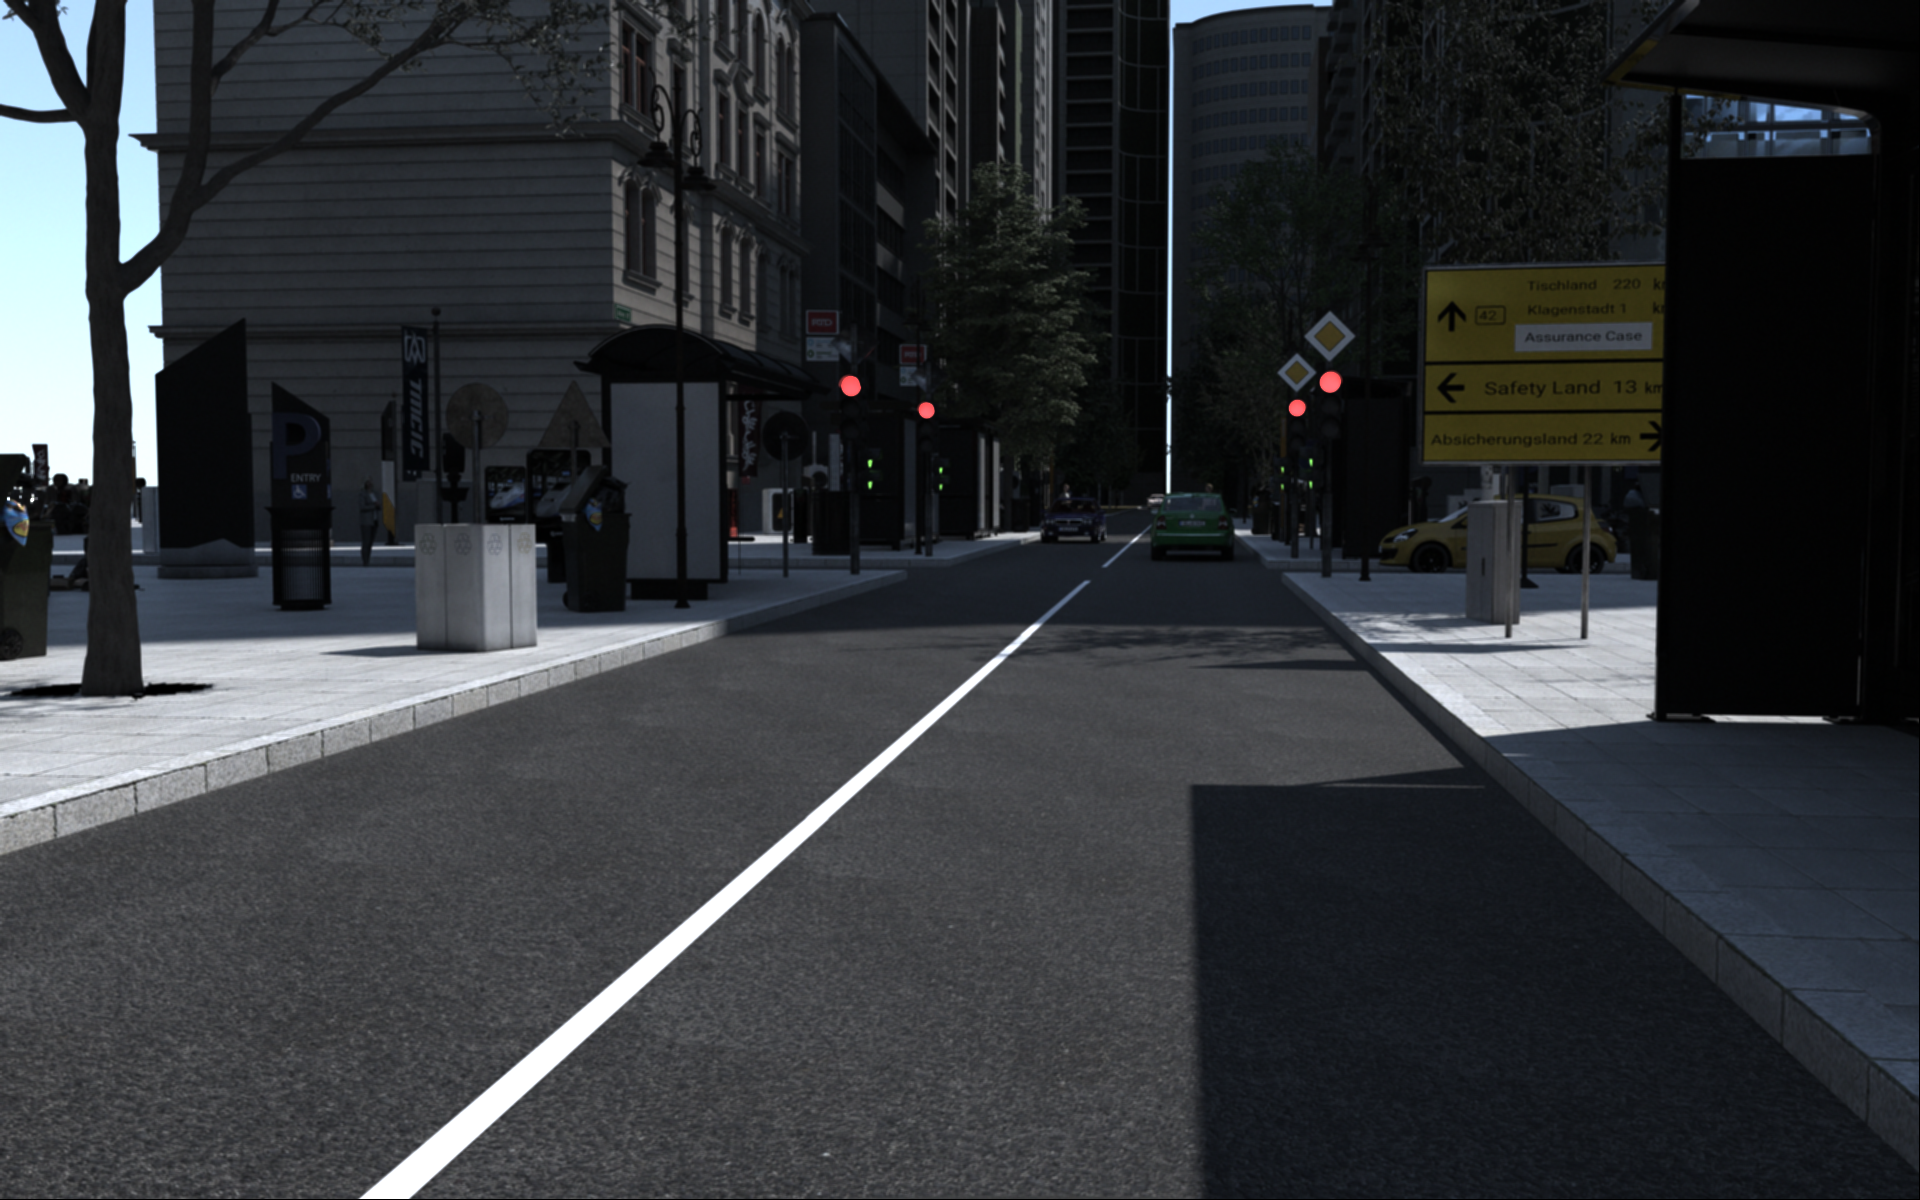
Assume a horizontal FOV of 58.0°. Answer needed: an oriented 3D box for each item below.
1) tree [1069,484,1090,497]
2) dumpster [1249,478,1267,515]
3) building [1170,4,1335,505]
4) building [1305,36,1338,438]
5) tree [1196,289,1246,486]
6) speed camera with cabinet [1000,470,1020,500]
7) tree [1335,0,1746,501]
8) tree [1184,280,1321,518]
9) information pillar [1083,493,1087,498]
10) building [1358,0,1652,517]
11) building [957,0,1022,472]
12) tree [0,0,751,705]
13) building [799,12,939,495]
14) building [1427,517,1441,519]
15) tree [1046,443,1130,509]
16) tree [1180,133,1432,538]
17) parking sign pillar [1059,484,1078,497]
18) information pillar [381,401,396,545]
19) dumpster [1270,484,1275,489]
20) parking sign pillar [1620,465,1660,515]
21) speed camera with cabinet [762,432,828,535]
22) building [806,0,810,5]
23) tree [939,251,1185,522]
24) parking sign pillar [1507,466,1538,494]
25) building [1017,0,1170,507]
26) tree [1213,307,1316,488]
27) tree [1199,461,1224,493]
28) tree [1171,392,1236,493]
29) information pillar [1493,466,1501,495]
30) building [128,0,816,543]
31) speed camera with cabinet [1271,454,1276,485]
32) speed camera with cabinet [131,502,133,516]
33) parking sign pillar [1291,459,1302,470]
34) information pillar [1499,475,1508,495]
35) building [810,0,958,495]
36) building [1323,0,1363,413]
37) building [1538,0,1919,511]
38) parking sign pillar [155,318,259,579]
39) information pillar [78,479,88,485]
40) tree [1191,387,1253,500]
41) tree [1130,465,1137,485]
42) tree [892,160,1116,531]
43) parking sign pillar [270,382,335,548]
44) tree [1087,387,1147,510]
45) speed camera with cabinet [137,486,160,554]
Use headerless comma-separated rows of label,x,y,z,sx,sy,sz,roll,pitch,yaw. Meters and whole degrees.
tree,6.825,-6.247,96.740,1.663,3.219,1.824,0,3,0
dumpster,18.105,-6.185,103.624,1.502,2.255,1.985,0,4,7
building,39.625,-40.753,208.315,28.212,58.520,21.231,0,4,7
building,40.778,-31.601,166.794,14.600,45.320,14.200,0,4,7
tree,10.449,-6.747,60.680,4.360,8.622,3.978,0,3,0
speed camera with cabinet,1.290,-4.411,66.455,2.038,3.252,0.660,-2,4,-28
tree,5.899,-4.178,18.671,4.360,8.622,3.978,0,3,0
tree,15.219,-10.759,92.915,9.611,12.733,9.660,0,3,0
information pillar,8.019,-6.478,110.412,0.304,2.012,0.304,-2,4,-30
building,36.670,-41.587,118.195,20.563,71.187,20.611,0,4,7
building,-2.720,-27.852,138.973,14.154,41.232,14.086,0,4,7
tree,-5.365,-6.147,10.871,12.009,13.543,11.850,0,3,0
building,-10.090,-16.151,83.128,14.314,24.678,30.058,0,4,7
building,34.055,-39.930,91.102,20.563,71.187,20.611,0,4,7
tree,6.180,-6.619,91.942,4.285,4.588,4.351,0,3,0
tree,10.241,-7.667,51.111,9.928,11.665,9.643,0,3,0
parking sign pillar,6.190,-6.792,99.514,1.447,3.967,1.447,-3,5,-41
information pillar,-14.302,-3.179,43.331,0.183,3.616,0.504,0,4,8
dumpster,13.568,-4.080,72.463,1.264,1.857,1.865,0,4,7
parking sign pillar,16.252,-3.198,40.758,1.447,3.967,1.447,1,4,20
speed camera with cabinet,-5.155,-3.675,54.424,2.038,3.252,0.660,-2,4,-25
building,-8.718,-41.781,121.379,20.563,71.187,20.611,0,4,7
tree,3.456,-9.932,79.388,9.611,12.733,9.660,0,3,0
parking sign pillar,25.405,-5.395,76.688,1.447,3.967,1.447,-3,4,-36
building,14.920,-47.234,210.535,20.611,71.187,20.563,0,4,7
tree,12.164,-7.137,67.059,4.737,8.622,4.395,0,3,0
tree,23.717,-10.769,159.786,4.285,4.588,4.351,0,3,0
tree,27.153,-16.980,184.271,9.857,13.997,8.962,0,3,0
information pillar,21.861,-4.827,70.268,0.504,3.616,0.183,0,4,7
building,-13.599,-16.432,56.045,14.401,28.519,23.554,0,4,7
speed camera with cabinet,15.041,-5.339,81.633,0.660,3.252,2.038,0,4,7
speed camera with cabinet,-49.244,-6.667,103.349,0.660,3.252,2.038,-3,4,-39
parking sign pillar,19.823,-6.948,102.072,1.447,3.967,1.447,1,4,23
information pillar,20.569,-3.728,65.450,0.304,2.012,0.304,3,5,45
building,-1.980,-44.673,168.647,20.611,71.187,20.563,0,4,7
building,42.130,-32.064,143.860,23.786,49.044,30.456,0,4,7
building,33.683,-45.024,48.811,31.000,86.520,22.319,0,4,7
parking sign pillar,-11.609,-2.334,26.634,1.447,3.967,1.447,-1,4,-12
information pillar,-41.477,-4.740,81.993,0.304,2.012,0.304,1,4,9
tree,25.708,-15.241,167.312,7.486,12.596,7.792,0,3,0
tree,13.621,-10.186,150.248,4.285,4.588,4.351,0,3,0
tree,1.540,-8.671,59.896,7.486,12.596,7.792,0,3,0
parking sign pillar,-15.806,-3.245,41.521,1.447,3.967,1.447,0,4,-6
tree,9.615,-10.165,116.567,4.737,8.622,4.395,0,3,0
speed camera with cabinet,-16.698,-2.652,37.703,0.660,3.252,2.038,3,4,39
